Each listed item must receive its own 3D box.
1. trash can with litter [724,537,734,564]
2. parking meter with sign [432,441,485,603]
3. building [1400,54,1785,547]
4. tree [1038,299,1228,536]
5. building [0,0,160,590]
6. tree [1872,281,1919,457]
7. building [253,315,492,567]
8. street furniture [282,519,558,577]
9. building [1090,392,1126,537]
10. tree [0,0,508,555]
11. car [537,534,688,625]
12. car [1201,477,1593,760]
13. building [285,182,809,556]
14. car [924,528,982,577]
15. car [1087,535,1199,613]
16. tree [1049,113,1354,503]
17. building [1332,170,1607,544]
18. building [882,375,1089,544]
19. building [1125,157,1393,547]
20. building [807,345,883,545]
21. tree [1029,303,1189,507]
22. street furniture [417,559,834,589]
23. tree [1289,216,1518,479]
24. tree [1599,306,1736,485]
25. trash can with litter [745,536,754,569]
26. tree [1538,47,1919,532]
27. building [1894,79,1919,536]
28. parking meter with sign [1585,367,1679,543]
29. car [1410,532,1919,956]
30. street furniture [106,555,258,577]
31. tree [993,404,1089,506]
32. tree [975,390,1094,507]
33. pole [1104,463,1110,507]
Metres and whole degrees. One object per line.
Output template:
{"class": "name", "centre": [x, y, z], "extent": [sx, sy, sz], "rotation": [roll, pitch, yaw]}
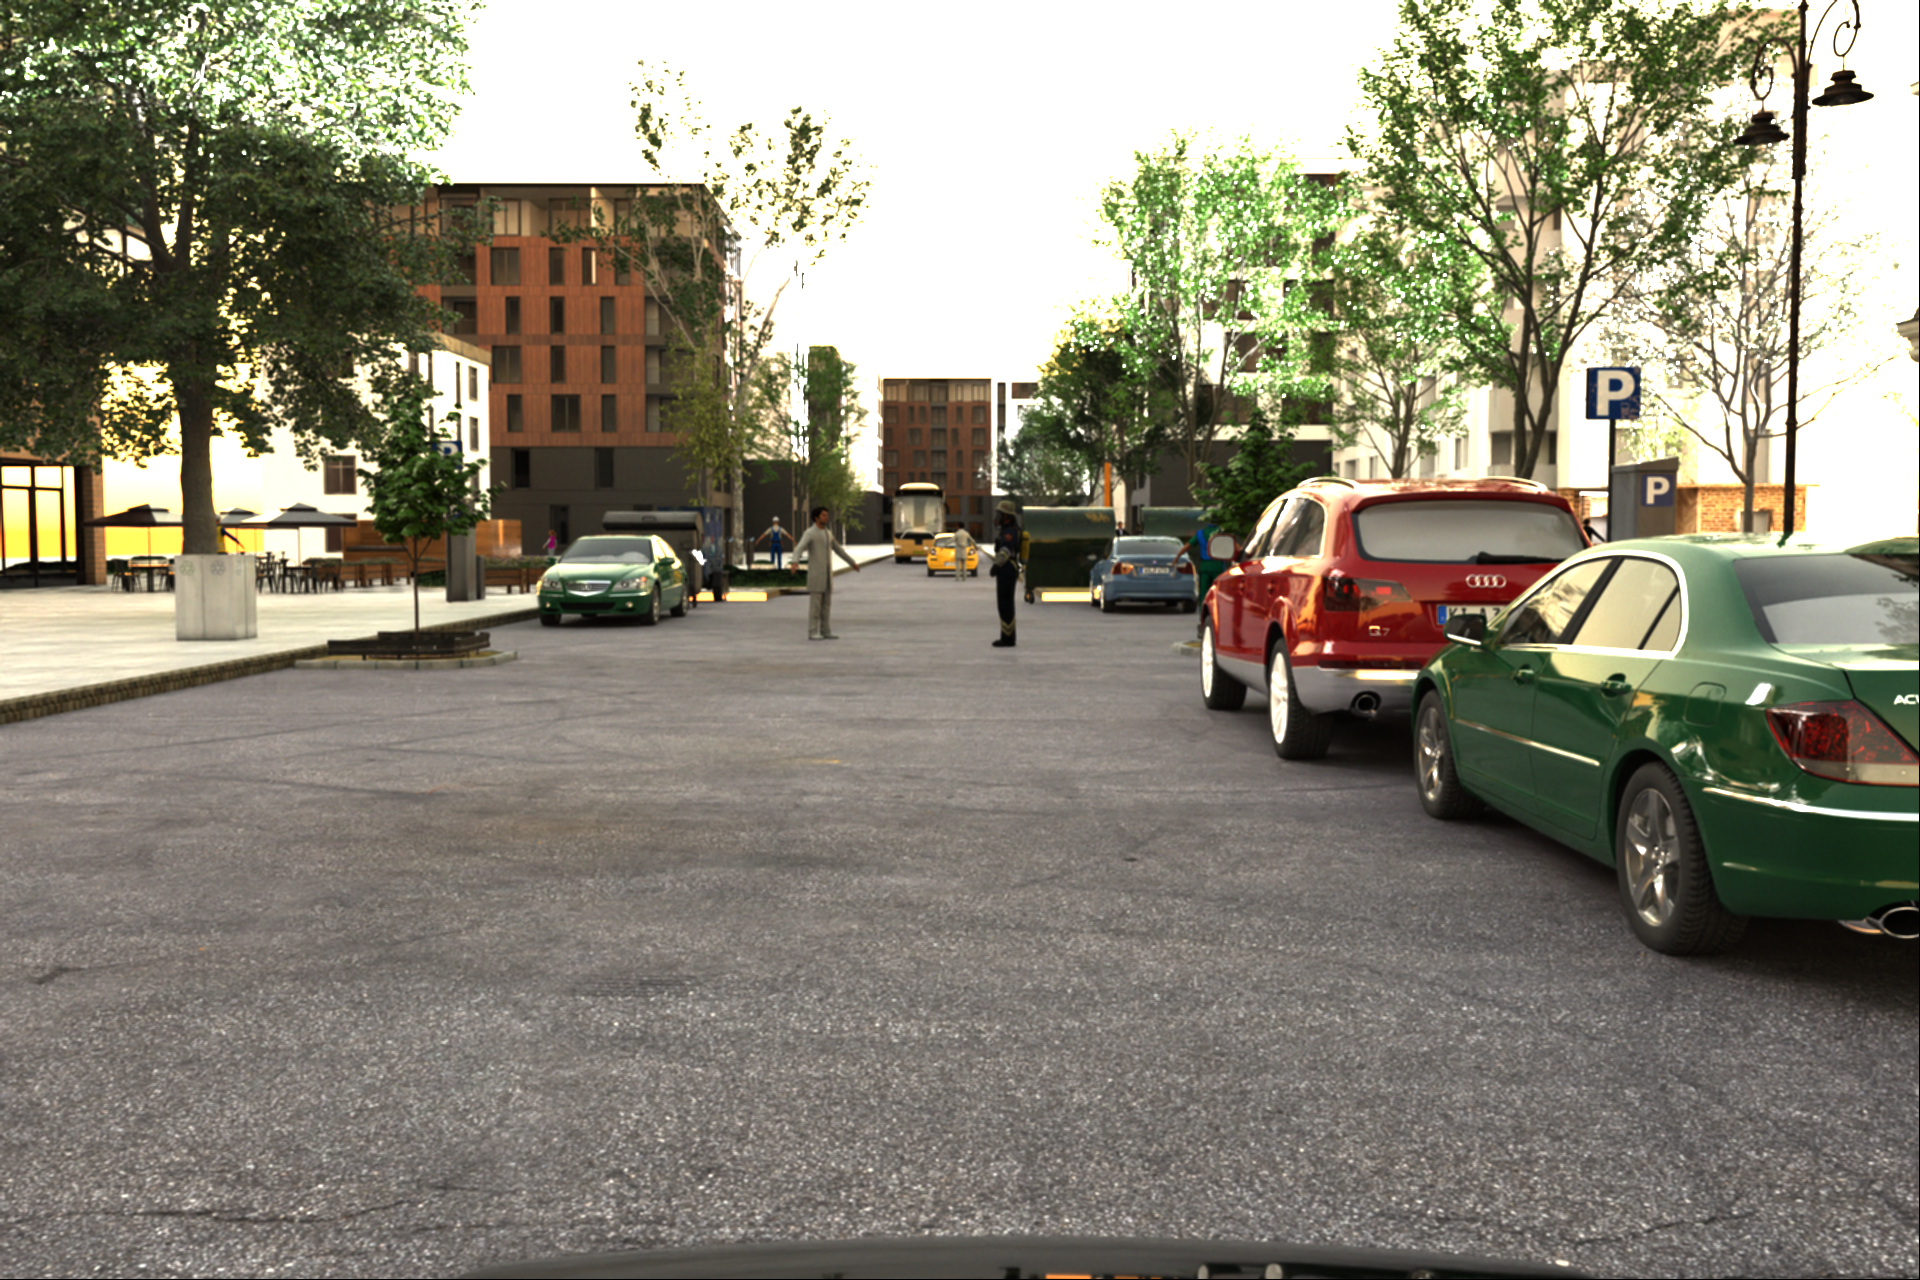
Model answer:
{"class": "trash can with litter", "centre": [-6.428, -2.339, 49.296], "extent": [1.678, 1.210, 2.233], "rotation": [0, 4, 0]}
{"class": "parking meter with sign", "centre": [-9.548, -2.258, 33.186], "extent": [0.543, 3.016, 1.738], "rotation": [0, 3, 0]}
{"class": "building", "centre": [24.444, -13.347, 74.646], "extent": [16.016, 20.090, 11.380], "rotation": [0, 4, 0]}
{"class": "tree", "centre": [6.735, -8.081, 66.540], "extent": [8.767, 10.594, 7.601], "rotation": [3, 5, 44]}
{"class": "building", "centre": [-31.559, -13.314, 24.263], "extent": [21.656, 26.213, 47.522], "rotation": [0, 4, 0]}
{"class": "tree", "centre": [28.417, -6.155, 51.004], "extent": [4.360, 8.622, 3.978], "rotation": [0, 3, 0]}
{"class": "building", "centre": [-26.191, -8.443, 80.196], "extent": [9.099, 9.664, 28.070], "rotation": [0, 4, 0]}
{"class": "street furniture", "centre": [-15.178, -2.897, 54.225], "extent": [9.812, 1.723, 11.010], "rotation": [0, 4, 4]}
{"class": "building", "centre": [22.941, -19.172, 179.916], "extent": [16.747, 18.905, 31.486], "rotation": [0, 4, 0]}
{"class": "tree", "centre": [-11.999, -7.339, 26.645], "extent": [9.857, 13.997, 8.962], "rotation": [0, 3, 0]}
{"class": "car", "centre": [-5.665, -1.032, 28.665], "extent": [2.131, 1.459, 4.920], "rotation": [0, 4, 0]}
{"class": "car", "centre": [3.026, -0.237, 12.541], "extent": [2.281, 1.827, 5.304], "rotation": [0, 4, 0]}
{"class": "building", "centre": [-25.474, -16.713, 117.230], "extent": [27.936, 21.610, 32.646], "rotation": [0, 4, 0]}
{"class": "car", "centre": [-0.254, -3.011, 59.455], "extent": [2.015, 1.641, 3.980], "rotation": [0, 3, 0]}
{"class": "car", "centre": [3.448, -1.273, 32.817], "extent": [2.014, 1.417, 4.499], "rotation": [0, 3, 0]}
{"class": "tree", "centre": [6.026, -7.214, 43.696], "extent": [9.928, 11.665, 9.643], "rotation": [0, 3, 0]}
{"class": "building", "centre": [25.016, -14.370, 91.365], "extent": [16.016, 20.090, 11.380], "rotation": [0, 4, 0]}
{"class": "building", "centre": [1.879, -23.756, 234.838], "extent": [32.646, 21.610, 27.936], "rotation": [0, 3, 0]}
{"class": "building", "centre": [24.260, -16.302, 110.506], "extent": [27.936, 21.610, 32.646], "rotation": [0, 3, 0]}
{"class": "building", "centre": [-23.942, -22.022, 204.029], "extent": [27.936, 21.610, 32.646], "rotation": [0, 4, 1]}
{"class": "tree", "centre": [6.704, -9.317, 78.087], "extent": [9.928, 11.665, 9.643], "rotation": [0, 3, 0]}
{"class": "street furniture", "centre": [-7.998, -1.672, 42.966], "extent": [10.072, 0.657, 5.734], "rotation": [0, 4, 6]}
{"class": "tree", "centre": [14.217, -7.968, 56.036], "extent": [9.928, 11.665, 9.643], "rotation": [0, 3, 0]}
{"class": "tree", "centre": [21.685, -6.408, 55.126], "extent": [4.360, 8.622, 3.978], "rotation": [0, 3, 0]}
{"class": "trash can with litter", "centre": [-6.297, -2.579, 53.227], "extent": [1.678, 1.210, 2.233], "rotation": [0, 4, 2]}
{"class": "tree", "centre": [20.047, -8.168, 43.918], "extent": [12.009, 13.543, 11.850], "rotation": [0, 3, 0]}
{"class": "building", "centre": [26.940, -14.759, 27.208], "extent": [13.634, 28.700, 20.117], "rotation": [0, 4, 0]}
{"class": "parking meter with sign", "centre": [6.819, -1.289, 17.331], "extent": [0.543, 3.016, 1.738], "rotation": [0, 3, 0]}
{"class": "car", "centre": [3.275, 0.274, 7.317], "extent": [2.131, 1.459, 4.920], "rotation": [0, 3, 0]}
{"class": "street furniture", "centre": [-26.440, -2.459, 55.831], "extent": [5.734, 0.657, 10.072], "rotation": [0, 4, 2]}
{"class": "tree", "centre": [5.920, -11.590, 123.910], "extent": [7.601, 10.594, 8.767], "rotation": [1, 4, 15]}
{"class": "tree", "centre": [6.547, -14.299, 144.156], "extent": [12.009, 13.543, 11.850], "rotation": [0, 3, 0]}
{"class": "pole", "centre": [4.220, -3.416, 49.697], "extent": [0.158, 3.312, 0.155], "rotation": [0, 3, 0]}
